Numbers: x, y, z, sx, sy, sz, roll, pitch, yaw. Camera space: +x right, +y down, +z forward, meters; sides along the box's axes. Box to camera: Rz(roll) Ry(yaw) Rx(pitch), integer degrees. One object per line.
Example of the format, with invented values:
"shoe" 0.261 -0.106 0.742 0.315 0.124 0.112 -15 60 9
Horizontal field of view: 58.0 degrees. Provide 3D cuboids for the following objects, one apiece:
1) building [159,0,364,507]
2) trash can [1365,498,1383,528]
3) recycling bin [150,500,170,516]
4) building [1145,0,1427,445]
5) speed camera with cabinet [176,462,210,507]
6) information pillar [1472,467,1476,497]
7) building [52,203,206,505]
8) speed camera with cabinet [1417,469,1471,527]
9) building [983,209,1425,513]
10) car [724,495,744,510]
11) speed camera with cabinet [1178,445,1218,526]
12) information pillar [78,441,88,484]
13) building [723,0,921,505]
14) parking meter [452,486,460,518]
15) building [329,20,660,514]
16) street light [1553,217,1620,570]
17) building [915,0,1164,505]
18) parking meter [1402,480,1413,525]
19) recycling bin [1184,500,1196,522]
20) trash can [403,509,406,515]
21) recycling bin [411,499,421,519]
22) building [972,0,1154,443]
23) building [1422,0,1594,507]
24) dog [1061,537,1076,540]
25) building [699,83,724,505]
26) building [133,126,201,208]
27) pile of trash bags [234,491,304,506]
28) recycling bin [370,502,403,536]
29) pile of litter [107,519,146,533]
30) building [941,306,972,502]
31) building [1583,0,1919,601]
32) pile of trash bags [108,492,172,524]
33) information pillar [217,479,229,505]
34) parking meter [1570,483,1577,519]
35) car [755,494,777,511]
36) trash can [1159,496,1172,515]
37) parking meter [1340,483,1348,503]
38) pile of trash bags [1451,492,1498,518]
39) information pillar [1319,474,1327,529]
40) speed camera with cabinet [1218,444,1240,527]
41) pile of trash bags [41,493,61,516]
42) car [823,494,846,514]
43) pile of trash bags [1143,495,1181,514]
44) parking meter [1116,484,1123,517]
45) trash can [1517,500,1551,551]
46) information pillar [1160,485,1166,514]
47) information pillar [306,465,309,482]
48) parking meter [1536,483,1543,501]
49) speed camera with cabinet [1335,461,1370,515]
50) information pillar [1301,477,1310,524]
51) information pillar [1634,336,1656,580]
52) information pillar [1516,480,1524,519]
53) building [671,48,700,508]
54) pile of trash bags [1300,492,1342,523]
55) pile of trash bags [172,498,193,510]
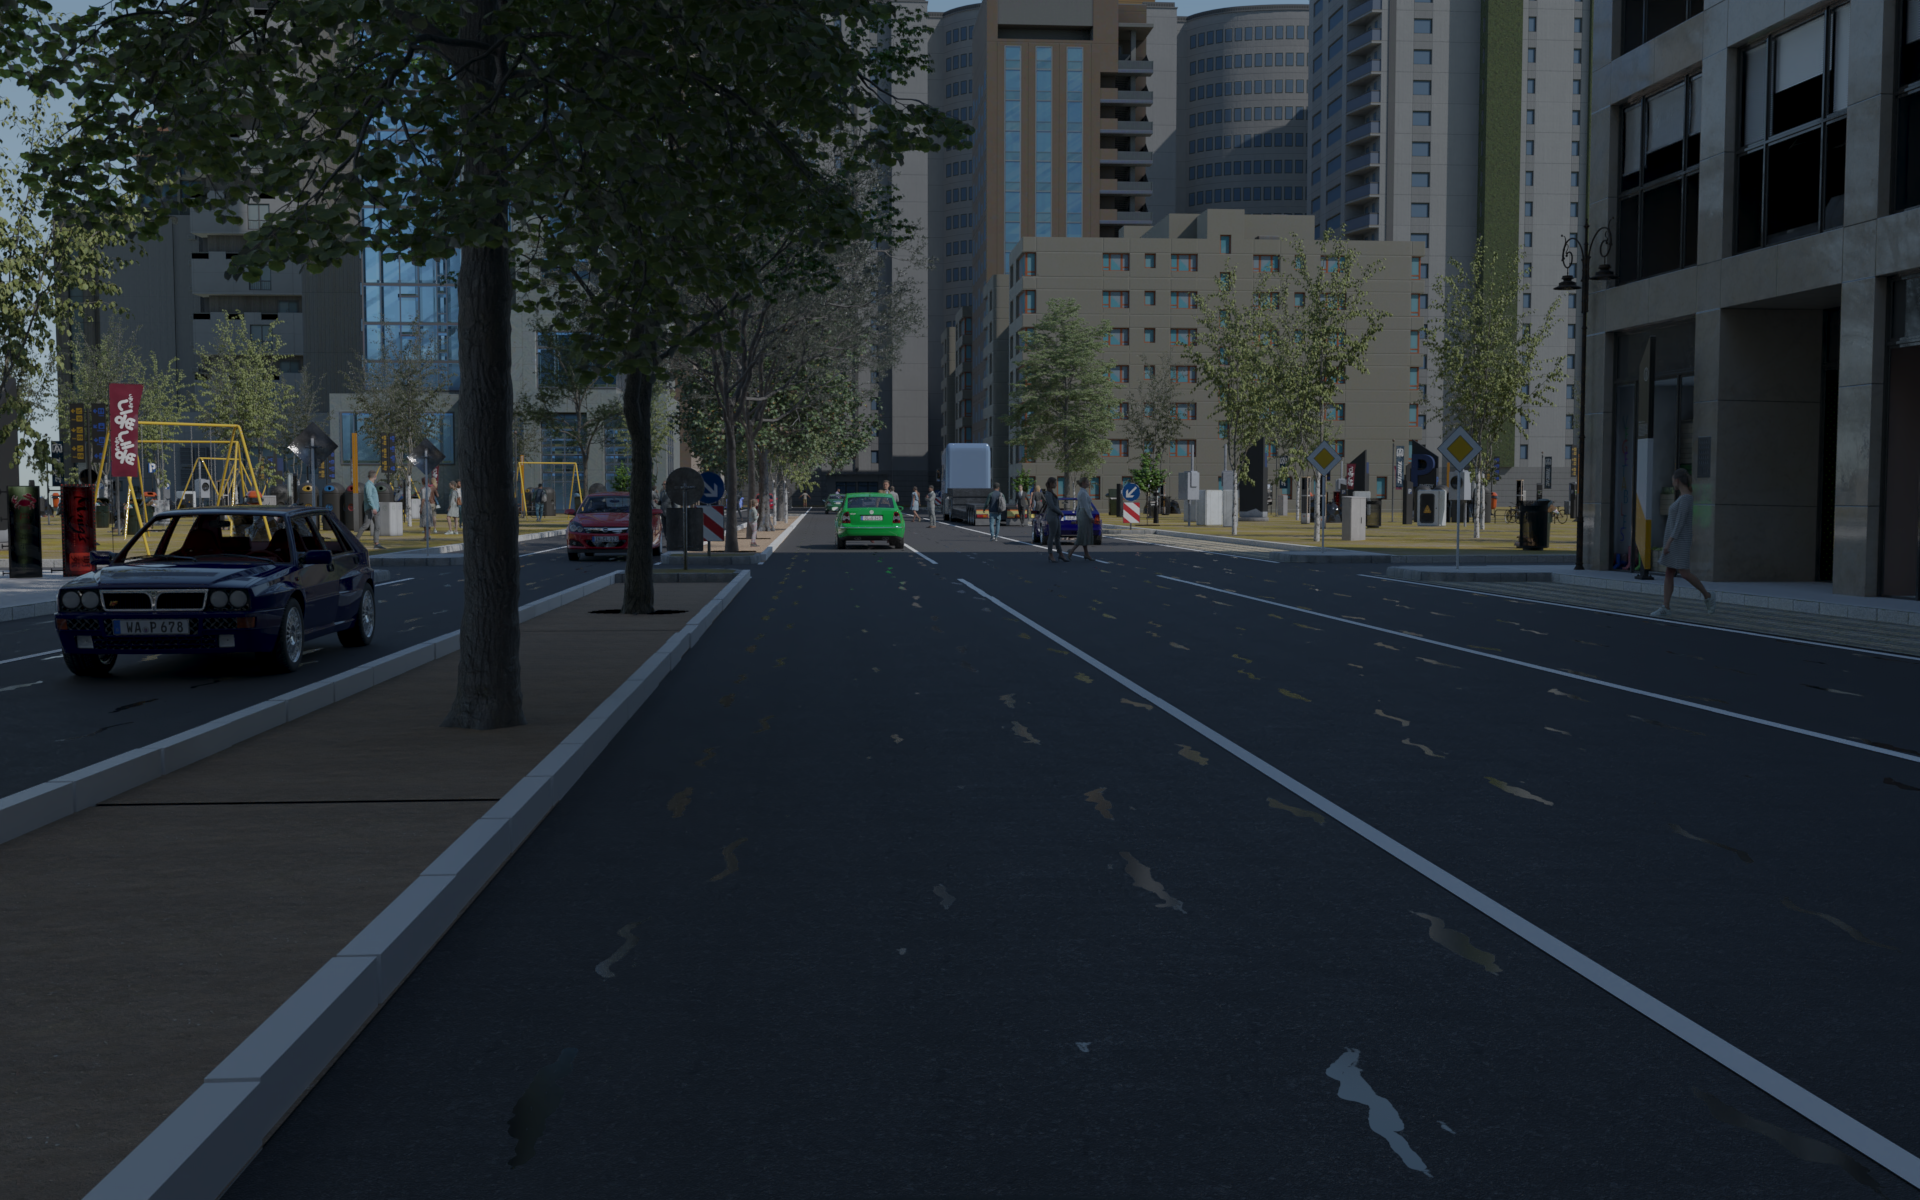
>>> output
"building" -59.385 -35.486 169.428 27.495 52.752 28.713 0 4 -4
"trash can" 15.656 -3.300 65.608 0.748 1.137 0.748 0 3 0
"recycling bin" -33.817 -3.706 73.150 0.722 1.027 0.722 -2 4 -31
"building" 37.971 -40.740 208.103 28.212 58.520 21.231 0 4 -4
"speed camera with cabinet" -46.623 -6.786 105.292 0.660 3.252 2.038 2 4 25
"information pillar" 32.206 -7.165 108.503 0.183 3.616 0.504 0 4 -1
"building" -81.756 -24.732 176.076 14.107 30.474 14.160 0 4 -4
"speed camera with cabinet" 19.111 -4.529 68.381 2.038 3.252 0.660 3 5 45
"building" 16.846 -17.552 132.014 27.650 21.520 28.899 0 4 -4
"car" -20.610 -9.037 157.350 1.945 1.707 3.694 0 4 -5
"speed camera with cabinet" 9.750 -4.644 70.264 2.038 3.252 0.660 -3 5 -39
"information pillar" -33.682 -4.600 66.558 0.504 3.616 0.183 2 4 26
"building" -18.408 -40.484 203.920 28.212 58.520 21.231 0 4 -4
"parking meter" -27.074 -5.334 92.918 0.399 1.863 0.255 0 4 -7
"building" -31.199 -49.583 123.361 22.319 86.520 31.000 0 4 -4
"street light" 10.496 -3.449 29.179 0.468 5.910 1.993 0 4 -4
"building" 9.699 -40.634 206.358 28.212 58.520 21.231 0 4 -4
"parking meter" 18.885 -4.118 73.034 0.399 1.863 0.255 -2 4 -29
"recycling bin" 10.811 -4.124 79.981 0.722 1.027 0.722 3 5 40
"trash can" -32.949 -5.607 103.333 0.748 1.137 0.748 0 3 0
"recycling bin" -28.380 -4.753 90.270 0.722 1.027 0.722 -3 4 -39
"building" 8.552 -30.710 152.211 14.600 45.320 14.200 0 4 -4
"building" 52.941 -39.112 181.481 28.212 58.520 21.231 0 4 -4
"dog" 3.531 -2.303 54.497 0.800 0.831 0.513 -1 4 -9
"building" -35.177 -33.708 174.823 21.600 48.544 21.300 0 4 -4
"building" -79.958 -33.405 200.797 28.867 44.769 22.147 0 4 -4
"pile of trash bags" -19.204 -2.336 47.948 1.912 1.369 3.447 -3 4 -36
"recycling bin" -17.544 -2.471 52.963 0.722 1.027 0.722 1 4 12
"pile of litter" -27.762 -2.713 58.315 1.719 0.858 1.176 -2 4 -24
"building" 12.870 -20.172 174.852 27.650 21.520 28.899 0 4 -4
"building" 21.531 -12.730 12.644 19.350 26.468 34.151 0 4 -4
"pile of trash bags" -36.526 -4.005 75.238 1.912 1.369 3.447 2 4 28
"information pillar" -37.048 -5.060 87.229 0.304 2.012 0.304 3 4 39
"parking meter" 32.113 -5.188 90.527 0.255 1.863 0.399 -1 4 -16
"car" -16.125 -8.191 142.956 2.155 1.783 4.494 0 4 -5
"trash can" 12.450 -5.710 105.013 0.748 1.137 0.748 0 3 0
"parking meter" 20.826 -5.397 93.950 0.399 1.863 0.255 1 4 17
"pile of trash bags" 28.057 -5.239 95.411 1.912 1.369 3.447 -3 5 -41
"information pillar" 13.395 -3.649 64.149 0.304 2.012 0.304 0 4 4
"speed camera with cabinet" 10.589 -4.497 67.868 0.660 3.252 2.038 0 4 8
"pile of trash bags" -54.146 -5.736 103.534 1.912 1.369 3.447 -2 4 -25
"car" -8.714 -6.823 123.359 2.131 1.459 4.920 0 4 -5
"pile of trash bags" 13.688 -6.266 112.193 3.447 1.369 1.912 -1 4 -20
"parking meter" 8.904 -5.554 96.521 0.255 1.863 0.399 2 4 31
"trash can" 13.066 -1.700 39.456 0.748 1.137 0.748 0 3 0
"information pillar" 12.913 -6.477 110.387 0.304 2.012 0.304 2 4 24
"information pillar" -40.622 -7.124 107.827 0.183 3.616 0.504 -2 4 -27
"parking meter" 30.298 -5.191 90.591 0.255 1.863 0.399 1 4 10
"speed camera with cabinet" 23.579 -6.706 103.979 2.038 3.252 0.660 0 4 8
"information pillar" 14.788 -4.259 74.121 0.304 2.012 0.304 2 4 33
"information pillar" 10.277 -2.117 25.968 0.183 3.616 0.504 0 4 4
"information pillar" 29.050 -5.225 89.920 0.304 2.012 0.304 3 4 36
"building" -29.500 -30.428 147.607 14.600 45.320 14.200 0 4 -4
"pile of trash bags" 16.443 -4.206 78.523 1.912 1.369 3.447 -1 4 -20
"pile of trash bags" -49.318 -5.959 107.181 3.447 1.369 1.912 0 4 0
